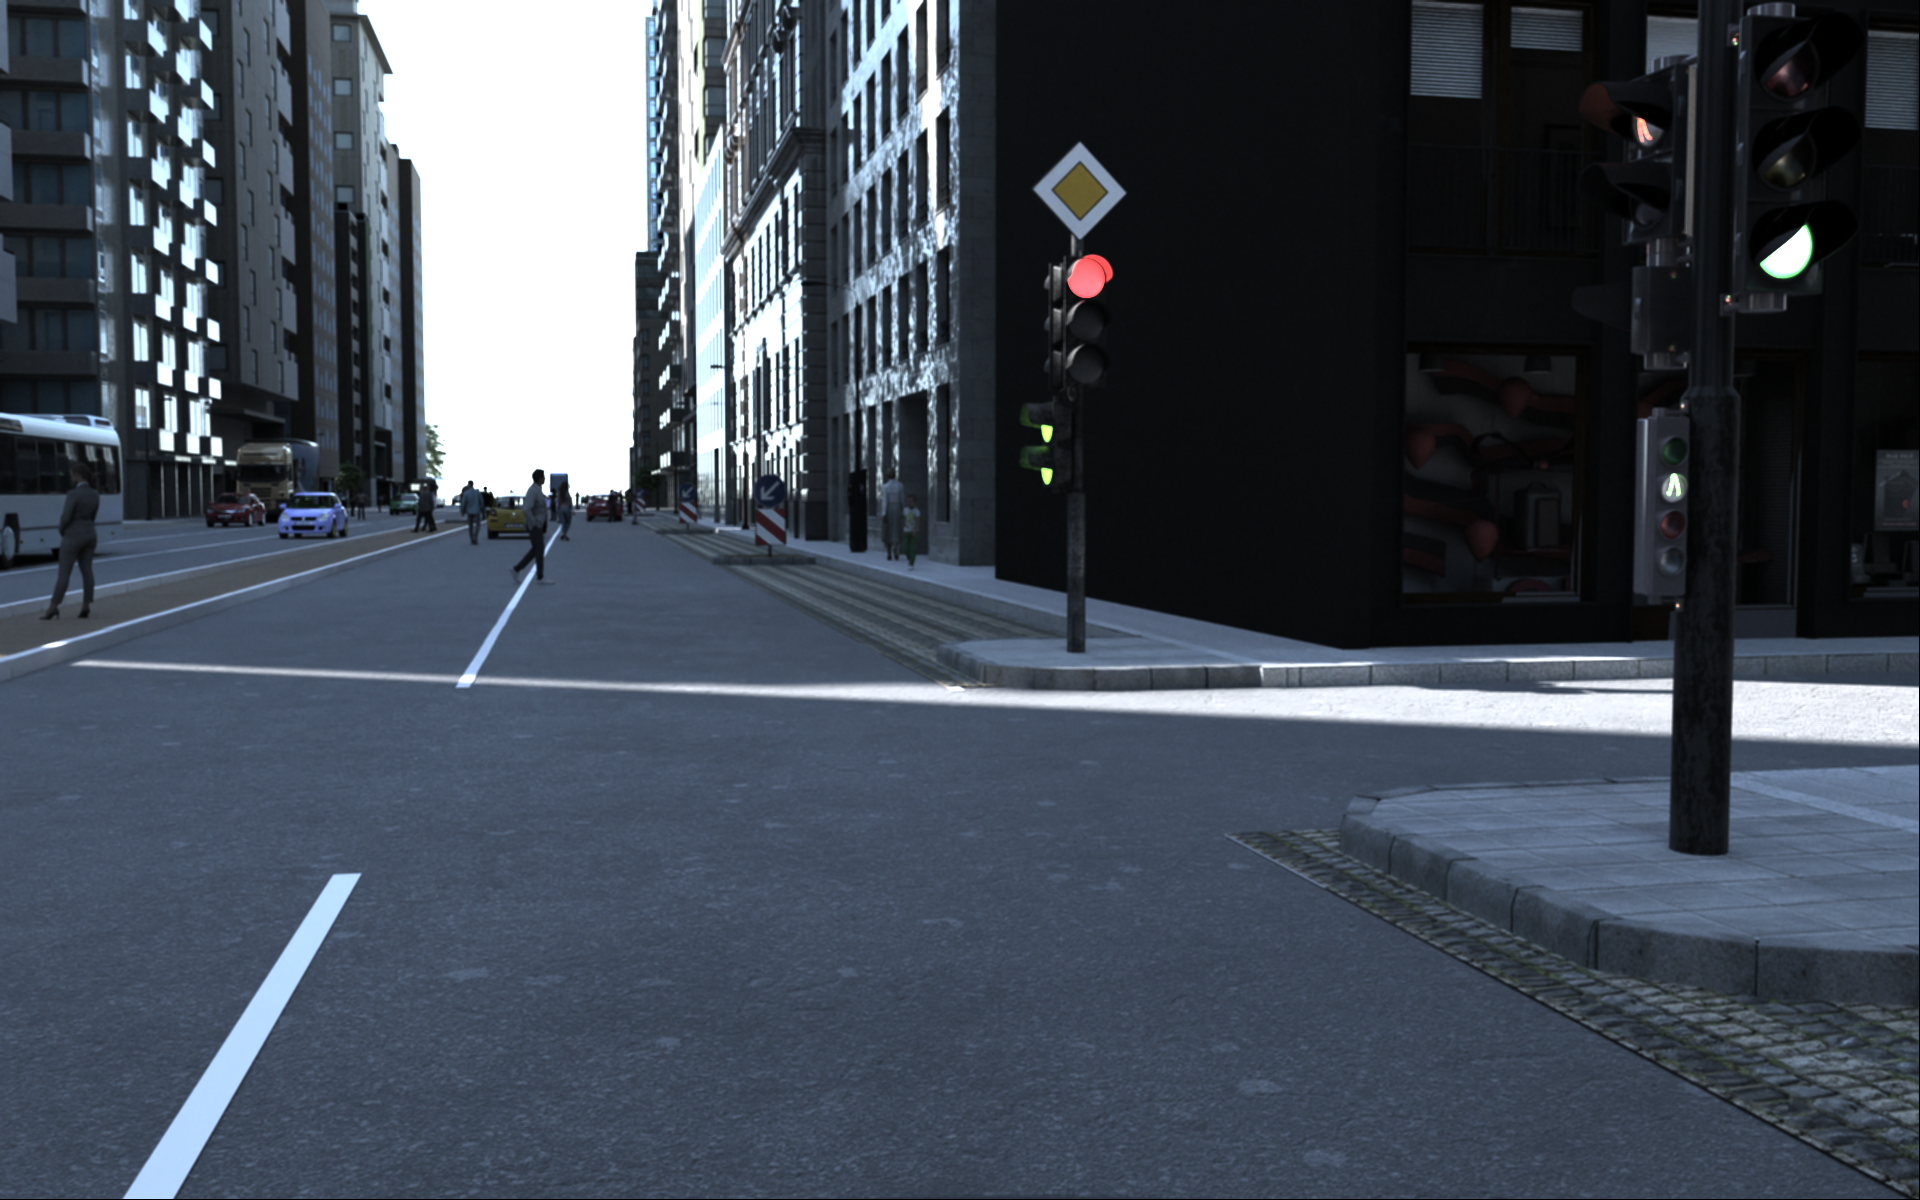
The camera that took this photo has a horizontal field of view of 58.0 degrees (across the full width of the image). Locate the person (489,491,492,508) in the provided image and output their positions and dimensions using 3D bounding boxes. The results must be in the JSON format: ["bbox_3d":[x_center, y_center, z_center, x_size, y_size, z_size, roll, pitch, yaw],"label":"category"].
[{"bbox_3d":[-36.722,-7.713,135.520,0.530,1.710,0.541,0,4,4],"label":"person"}]

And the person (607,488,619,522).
[{"bbox_3d":[-17.682,-4.830,88.277,0.445,1.727,0.742,1,4,20],"label":"person"}]

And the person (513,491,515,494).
[{"bbox_3d":[-31.758,-6.920,123.117,0.415,1.643,0.593,0,4,7],"label":"person"}]

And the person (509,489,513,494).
[{"bbox_3d":[-33.632,-7.427,129.944,1.348,1.822,0.705,2,4,33],"label":"person"}]

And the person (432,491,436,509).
[{"bbox_3d":[-51.506,-9.797,169.343,0.621,1.740,0.551,-2,4,-30],"label":"person"}]

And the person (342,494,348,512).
[{"bbox_3d":[-37.813,-5.801,106.530,0.628,1.438,0.799,-3,5,-43],"label":"person"}]

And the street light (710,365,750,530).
[{"bbox_3d":[-8.305,-5.503,62.515,1.470,5.913,1.316,-1,4,-12],"label":"street light"}]

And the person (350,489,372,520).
[{"bbox_3d":[-33.319,-5.329,96.344,1.217,1.736,0.721,-1,4,-18],"label":"person"}]

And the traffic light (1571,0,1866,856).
[{"bbox_3d":[0.606,-1.889,5.557,4.771,5.953,1.251,-1,4,-12],"label":"traffic light"}]

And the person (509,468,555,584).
[{"bbox_3d":[-6.842,-1.179,27.622,0.795,1.843,0.661,0,4,1],"label":"person"}]

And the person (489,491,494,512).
[{"bbox_3d":[-30.985,-6.378,114.249,0.593,1.643,0.415,1,4,9],"label":"person"}]

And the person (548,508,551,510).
[{"bbox_3d":[-37.386,-8.936,157.822,0.599,1.433,0.991,0,4,-4],"label":"person"}]

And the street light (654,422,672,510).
[{"bbox_3d":[-18.931,-8.524,111.913,1.470,5.913,1.316,-1,4,-12],"label":"street light"}]

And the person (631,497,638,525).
[{"bbox_3d":[-15.270,-4.193,81.338,0.394,1.301,0.425,-1,4,-21],"label":"person"}]

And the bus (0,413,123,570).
[{"bbox_3d":[-19.815,-2.457,35.035,2.948,3.499,13.247,-1,4,-14],"label":"bus"}]

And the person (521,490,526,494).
[{"bbox_3d":[-39.952,-9.186,158.684,1.348,1.826,0.705,0,4,3],"label":"person"}]

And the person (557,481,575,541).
[{"bbox_3d":[-12.162,-2.750,53.468,0.555,1.821,0.388,0,4,0],"label":"person"}]

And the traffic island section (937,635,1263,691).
[{"bbox_3d":[0.964,0.502,14.066,2.009,0.180,2.903,-1,4,-12],"label":"traffic island section"}]

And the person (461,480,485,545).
[{"bbox_3d":[-13.870,-2.498,49.210,0.638,1.841,0.748,0,4,-3],"label":"person"}]

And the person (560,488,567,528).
[{"bbox_3d":[-16.892,-3.978,73.969,0.534,1.772,0.576,2,4,31],"label":"person"}]

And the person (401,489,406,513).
[{"bbox_3d":[-42.105,-7.481,130.949,0.705,1.807,1.348,-2,4,-31],"label":"person"}]

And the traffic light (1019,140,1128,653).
[{"bbox_3d":[0.923,-1.530,13.943,0.839,4.253,0.868,-1,4,-12],"label":"traffic light"}]

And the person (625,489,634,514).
[{"bbox_3d":[-24.102,-7.223,126.604,1.348,1.823,0.705,3,5,41],"label":"person"}]

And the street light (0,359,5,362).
[{"bbox_3d":[-33.412,-5.311,59.374,1.470,5.913,1.316,-1,4,-12],"label":"street light"}]

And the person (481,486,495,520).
[{"bbox_3d":[-24.733,-5.029,90.361,1.348,1.869,0.705,1,4,12],"label":"person"}]

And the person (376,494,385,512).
[{"bbox_3d":[-45.507,-7.610,136.158,0.697,1.427,0.421,0,4,-3],"label":"person"}]

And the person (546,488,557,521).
[{"bbox_3d":[-21.622,-5.053,91.834,0.721,1.735,1.217,2,4,29],"label":"person"}]

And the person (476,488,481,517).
[{"bbox_3d":[-29.318,-5.916,105.234,0.705,1.822,1.348,0,4,-6],"label":"person"}]

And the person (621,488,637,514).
[{"bbox_3d":[-22.386,-6.655,117.409,1.348,1.812,0.705,-2,4,-35],"label":"person"}]

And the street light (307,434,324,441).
[{"bbox_3d":[-49.566,-9.827,133.216,1.470,5.913,1.316,-1,4,-12],"label":"street light"}]

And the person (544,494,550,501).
[{"bbox_3d":[-30.914,-7.294,127.846,1.350,1.814,0.705,-1,4,-17],"label":"person"}]

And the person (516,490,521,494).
[{"bbox_3d":[-40.938,-9.296,160.582,1.348,1.812,0.705,-2,4,-27],"label":"person"}]

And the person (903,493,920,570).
[{"bbox_3d":[-0.823,-1.165,29.342,0.306,1.304,0.590,0,4,5],"label":"person"}]

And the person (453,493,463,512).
[{"bbox_3d":[-39.880,-7.966,138.686,1.348,1.831,0.705,0,4,6],"label":"person"}]

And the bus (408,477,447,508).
[{"bbox_3d":[-55.494,-11.380,180.925,2.948,3.499,13.247,-1,4,-12],"label":"bus"}]

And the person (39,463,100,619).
[{"bbox_3d":[-10.199,-0.677,19.841,0.573,1.790,0.520,0,4,-4],"label":"person"}]

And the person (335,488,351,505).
[{"bbox_3d":[-37.352,-5.846,104.169,1.350,1.814,0.705,-2,4,-31],"label":"person"}]

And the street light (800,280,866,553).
[{"bbox_3d":[-2.776,-3.996,37.877,1.470,5.913,1.316,-1,4,-12],"label":"street light"}]

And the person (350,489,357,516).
[{"bbox_3d":[-39.003,-6.253,111.447,0.721,1.735,1.217,-2,4,-32],"label":"person"}]

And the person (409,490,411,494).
[{"bbox_3d":[-47.017,-8.485,147.948,1.217,1.735,0.721,-2,4,-24],"label":"person"}]

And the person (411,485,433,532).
[{"bbox_3d":[-19.952,-3.380,64.165,0.834,1.777,0.661,0,4,-4],"label":"person"}]

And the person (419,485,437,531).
[{"bbox_3d":[-20.589,-3.544,66.842,0.661,1.777,0.834,3,5,43],"label":"person"}]

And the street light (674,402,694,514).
[{"bbox_3d":[-13.584,-7.038,87.614,1.470,5.913,1.316,-1,4,-12],"label":"street light"}]

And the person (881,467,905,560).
[{"bbox_3d":[-1.294,-1.667,33.530,0.478,1.798,0.641,0,4,-4],"label":"person"}]

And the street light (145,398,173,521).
[{"bbox_3d":[-38.745,-6.804,83.785,1.470,5.913,1.316,-1,4,-12],"label":"street light"}]

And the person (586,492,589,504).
[{"bbox_3d":[-45.456,-12.319,211.378,0.415,1.643,0.593,-3,5,-44],"label":"person"}]

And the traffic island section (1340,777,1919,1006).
[{"bbox_3d":[2.672,0.980,6.265,2.009,0.180,2.903,-1,4,-12],"label":"traffic island section"}]

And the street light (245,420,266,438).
[{"bbox_3d":[-44.116,-8.313,108.458,1.470,5.913,1.316,-1,4,-12],"label":"street light"}]

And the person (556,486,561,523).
[{"bbox_3d":[-19.878,-4.742,86.046,0.388,1.821,0.555,-1,4,-23],"label":"person"}]

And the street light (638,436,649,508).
[{"bbox_3d":[-24.572,-10.092,137.551,1.470,5.913,1.316,-1,4,-12],"label":"street light"}]

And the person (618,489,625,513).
[{"bbox_3d":[-25.215,-7.373,129.055,0.705,1.822,1.348,-3,4,-38],"label":"person"}]

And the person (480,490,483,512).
[{"bbox_3d":[-38.915,-8.056,141.024,0.445,1.727,0.742,0,4,7],"label":"person"}]

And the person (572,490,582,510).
[{"bbox_3d":[-34.135,-8.920,154.354,0.705,1.822,1.348,2,4,34],"label":"person"}]
